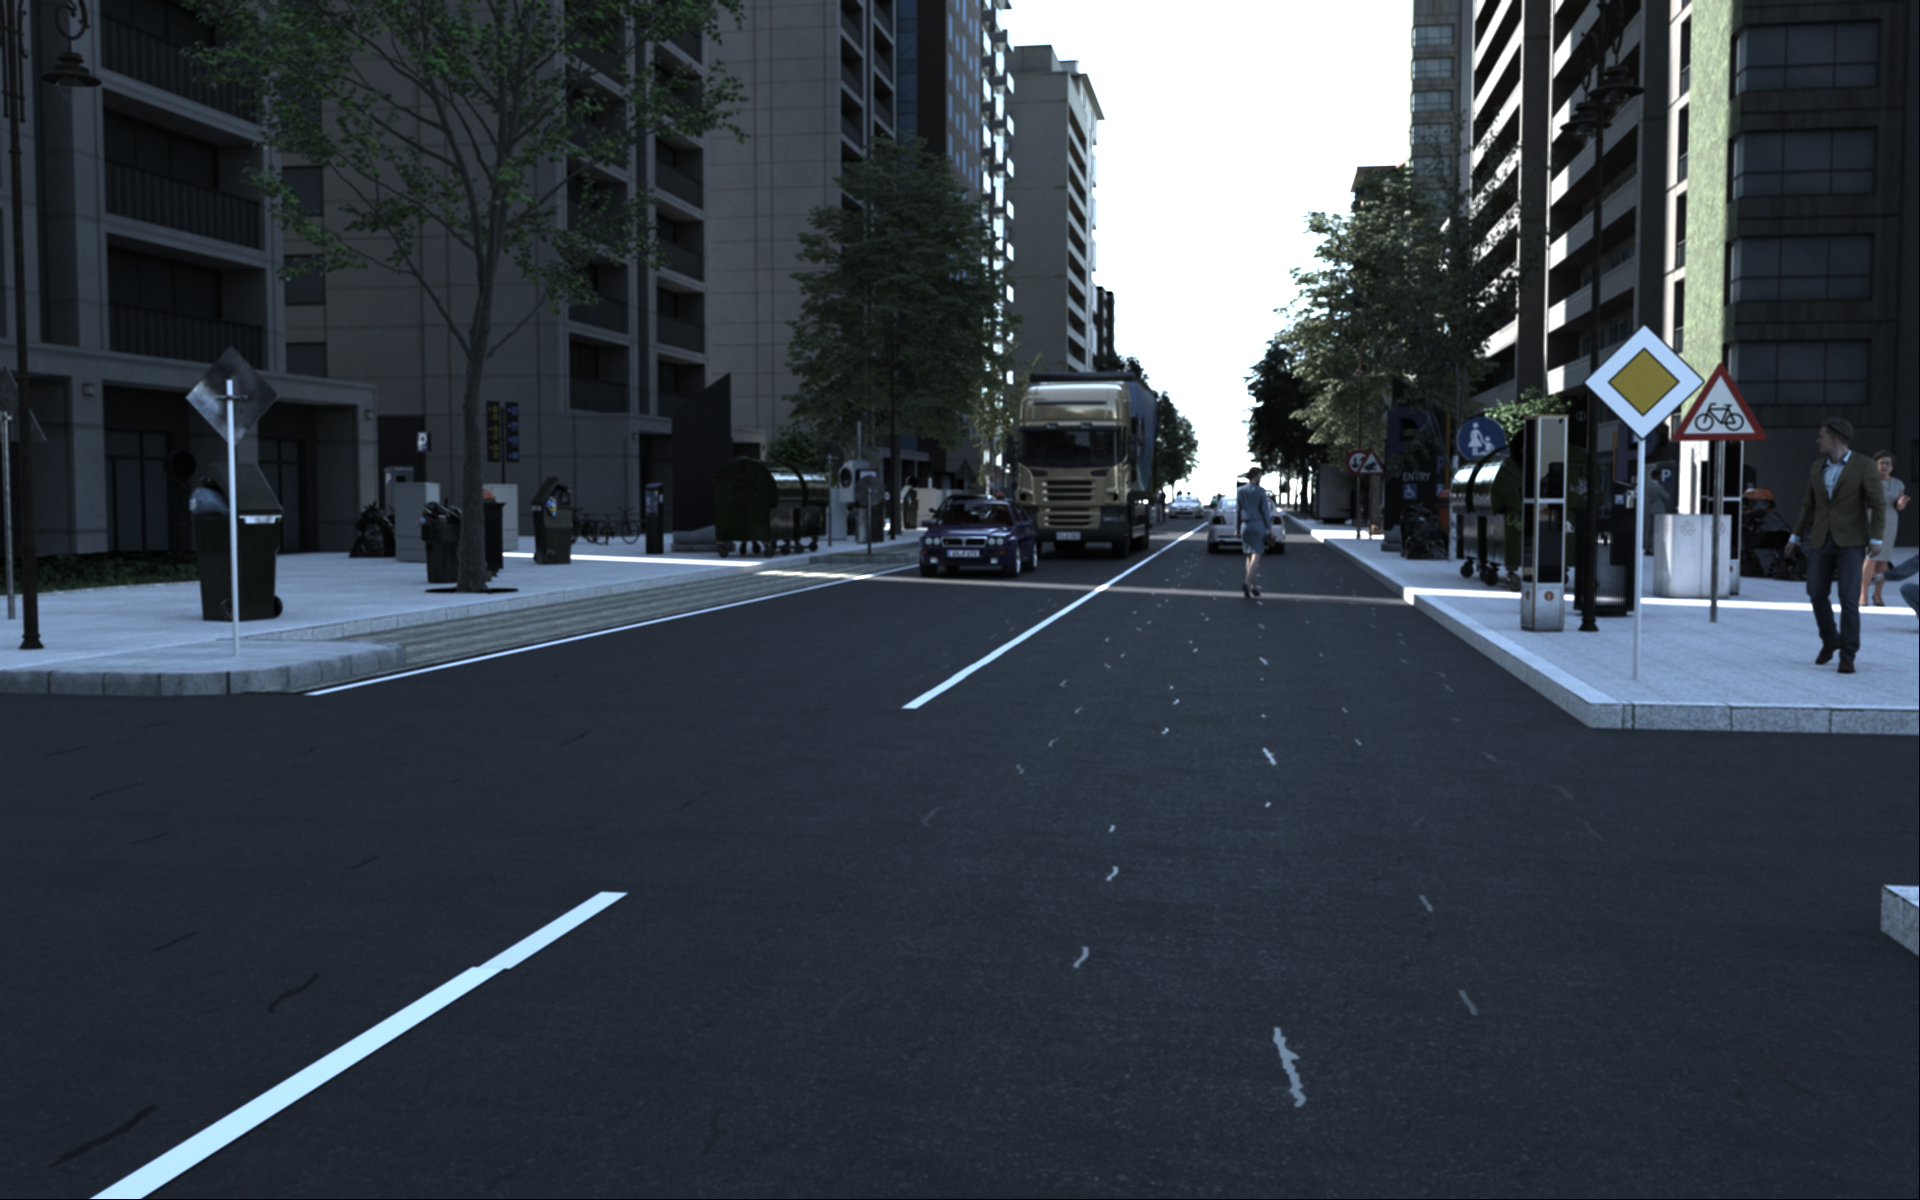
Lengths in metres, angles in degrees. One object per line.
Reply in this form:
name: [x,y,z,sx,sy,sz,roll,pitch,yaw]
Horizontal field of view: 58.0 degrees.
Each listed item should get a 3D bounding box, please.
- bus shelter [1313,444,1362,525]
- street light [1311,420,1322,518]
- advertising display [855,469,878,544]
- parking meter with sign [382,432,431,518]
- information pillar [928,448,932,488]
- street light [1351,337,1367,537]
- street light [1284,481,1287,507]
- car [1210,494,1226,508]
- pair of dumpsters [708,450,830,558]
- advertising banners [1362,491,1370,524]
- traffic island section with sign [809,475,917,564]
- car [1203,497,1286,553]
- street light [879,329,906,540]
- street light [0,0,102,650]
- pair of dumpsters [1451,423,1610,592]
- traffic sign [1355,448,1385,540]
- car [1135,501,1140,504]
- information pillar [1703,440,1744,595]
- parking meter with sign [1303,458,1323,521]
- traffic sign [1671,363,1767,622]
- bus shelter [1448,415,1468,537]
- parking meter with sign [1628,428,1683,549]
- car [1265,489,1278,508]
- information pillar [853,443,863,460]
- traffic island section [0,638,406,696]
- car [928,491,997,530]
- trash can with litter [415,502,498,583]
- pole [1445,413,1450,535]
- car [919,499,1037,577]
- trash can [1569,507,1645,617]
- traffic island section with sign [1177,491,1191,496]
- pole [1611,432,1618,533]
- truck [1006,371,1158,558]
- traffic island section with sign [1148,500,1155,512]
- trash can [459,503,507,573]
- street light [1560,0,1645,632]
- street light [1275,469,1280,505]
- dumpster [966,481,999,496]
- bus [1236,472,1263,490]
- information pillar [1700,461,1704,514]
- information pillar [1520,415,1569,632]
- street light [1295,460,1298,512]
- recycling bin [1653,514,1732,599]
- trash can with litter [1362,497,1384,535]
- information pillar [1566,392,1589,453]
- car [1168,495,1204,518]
bus shelter: [15.775,-4.776,72.016,2.014,3.302,5.546,1,4,9]
street light: [18.705,-7.274,91.719,0.468,5.910,1.993,1,4,10]
advertising display: [-2.417,-2.423,44.837,0.123,1.923,0.974,2,4,26]
parking meter with sign: [-15.597,-3.172,48.117,0.543,3.016,1.738,3,5,40]
information pillar: [-1.519,-5.941,88.488,0.183,3.616,0.504,-1,4,-14]
street light: [11.806,-4.792,51.136,0.468,5.910,1.993,1,4,10]
street light: [32.513,-12.264,173.309,0.468,5.910,1.993,1,4,10]
car: [27.129,-10.551,181.303,1.959,1.807,4.718,1,4,11]
pair of dumpsters: [-4.021,-2.093,36.710,1.574,2.255,4.437,1,4,10]
advertising banners: [17.530,-4.788,74.468,0.090,3.025,2.074,2,4,24]
traffic island section with sign: [-1.956,-1.690,36.258,1.989,1.847,2.006,1,4,10]
car: [7.138,-1.897,43.381,2.083,1.381,4.827,0,4,8]
street light: [-1.895,-4.637,48.609,0.468,5.910,1.993,1,4,10]
street light: [-7.705,-2.533,14.195,0.468,5.910,1.993,1,4,10]
pair of dumpsters: [7.982,-1.344,24.463,1.574,2.255,4.437,1,4,10]
traffic sign: [11.525,-2.970,48.569,0.884,2.594,0.081,1,4,19]
car: [5.713,-3.089,62.875,2.083,1.381,4.827,1,4,10]
information pillar: [9.702,-1.070,21.994,0.304,2.012,0.304,-1,4,-10]
parking meter with sign: [17.534,-5.355,83.819,1.738,3.016,0.543,2,4,26]
traffic sign: [7.546,-1.056,17.271,0.884,2.594,0.081,1,4,13]
bus shelter: [12.712,-3.227,46.680,2.014,3.302,5.546,1,4,9]
parking meter with sign: [16.165,-2.684,40.146,0.543,3.016,1.738,0,4,-8]
car: [22.331,-7.283,127.743,2.281,1.827,5.304,1,4,9]
information pillar: [-4.570,-5.282,77.718,0.504,3.616,0.183,-2,4,-34]
traffic island section: [-5.770,0.521,13.756,2.009,0.180,2.903,1,4,10]
car: [0.229,-2.324,47.778,2.009,1.686,4.222,1,4,9]
trash can with litter: [-7.329,-0.846,25.216,1.055,1.170,0.624,-3,5,-44]
pole: [12.243,-3.049,43.700,0.158,3.312,0.155,0,3,0]
car: [0.365,-1.138,31.182,1.945,1.354,3.894,1,4,9]
trash can: [6.796,-0.403,18.246,0.748,1.137,0.748,0,3,0]
traffic island section with sign: [24.624,-11.293,193.272,1.989,1.847,2.006,1,4,10]
pole: [21.587,-3.863,57.002,0.158,3.312,0.155,0,3,0]
truck: [3.202,-3.250,42.058,2.839,4.237,11.283,1,4,10]
traffic island section with sign: [15.436,-7.974,138.996,1.989,1.847,2.006,1,4,10]
trash can: [-7.782,-1.018,28.296,0.748,1.137,0.748,0,3,0]
street light: [5.894,-2.647,16.061,0.468,5.910,1.993,1,4,10]
street light: [38.465,-14.410,208.397,0.468,5.910,1.993,1,4,10]
dumpster: [0.983,-4.405,77.784,1.264,1.857,1.865,1,4,9]
bus: [31.655,-12.129,189.853,2.896,3.916,12.252,1,4,10]
information pillar: [16.472,-2.052,38.043,0.304,2.012,0.304,-1,4,-19]
information pillar: [5.459,-0.715,16.188,0.304,2.012,0.304,0,4,-5]
street light: [24.643,-9.408,126.613,0.468,5.910,1.993,1,4,10]
recycling bin: [9.081,-0.547,21.500,0.722,1.027,0.722,0,4,5]
trash can with litter: [13.258,-2.615,54.150,1.055,1.170,0.624,-2,4,-25]
information pillar: [14.182,-2.964,39.818,0.504,3.616,0.183,2,4,29]
car: [13.590,-5.598,103.888,2.083,1.381,4.827,1,4,11]
